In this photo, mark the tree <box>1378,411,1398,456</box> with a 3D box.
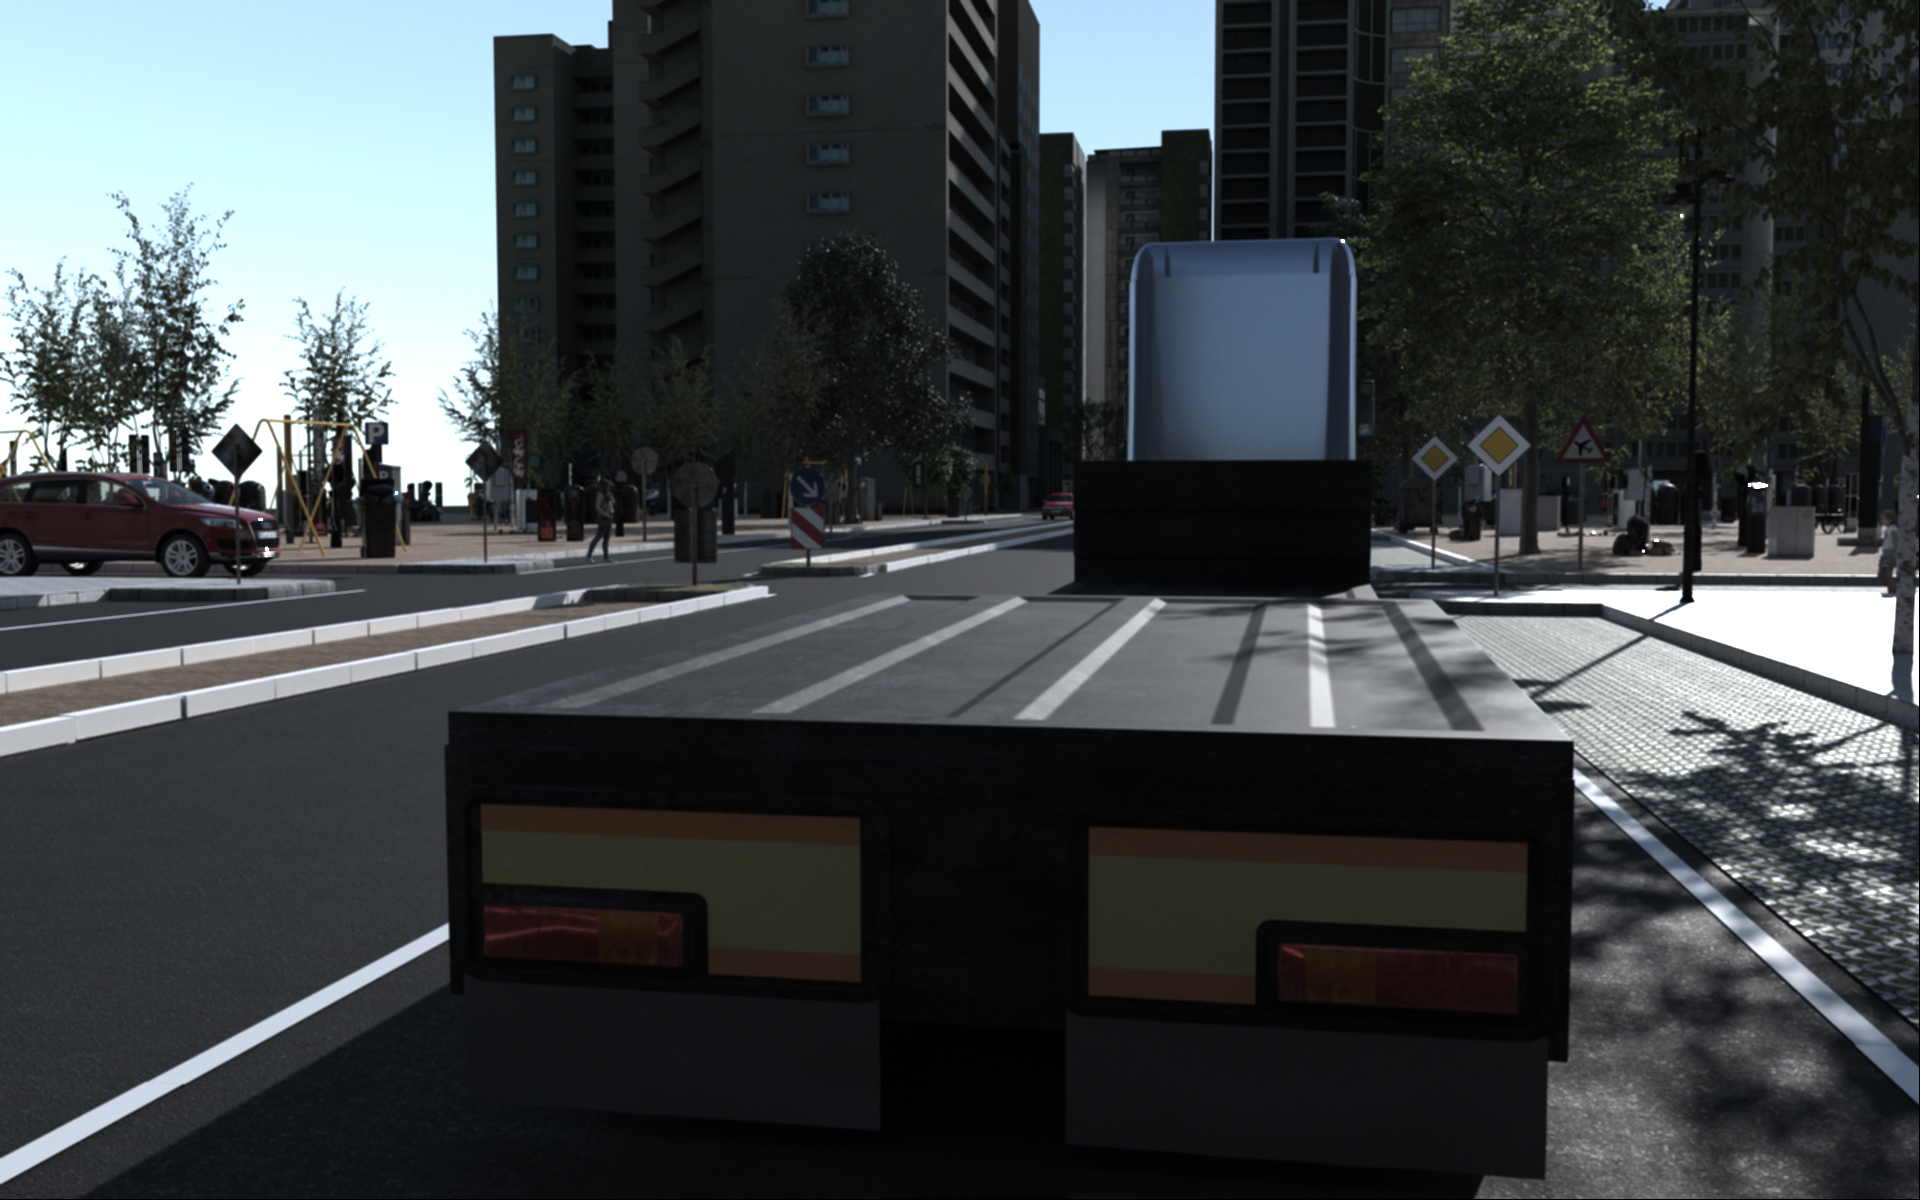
[{"bbox_3d":[23.526,-10.539,106.732,8.767,10.594,7.601,-1,4,-18],"label":"tree"}]

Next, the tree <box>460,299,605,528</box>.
[{"bbox_3d":[-16.896,-7.073,66.009,4.737,8.622,4.395,0,3,0],"label":"tree"}]

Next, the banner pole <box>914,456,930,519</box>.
[{"bbox_3d":[-1.980,-6.056,89.032,0.863,3.779,0.401,0,4,-2],"label":"banner pole"}]

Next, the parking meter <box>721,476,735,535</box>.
[{"bbox_3d":[-7.332,-2.997,54.712,0.399,1.863,0.255,3,5,45],"label":"parking meter"}]

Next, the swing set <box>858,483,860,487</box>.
[{"bbox_3d":[-7.178,-6.707,107.285,2.862,2.851,3.119,1,4,15],"label":"swing set"}]

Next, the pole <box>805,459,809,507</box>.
[{"bbox_3d":[-7.748,-5.745,87.769,0.158,3.312,0.155,0,3,0],"label":"pole"}]

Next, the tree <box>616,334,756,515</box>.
[{"bbox_3d":[-12.483,-7.888,79.327,4.737,8.622,4.395,0,3,0],"label":"tree"}]

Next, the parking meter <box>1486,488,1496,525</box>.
[{"bbox_3d":[21.856,-3.846,71.297,0.372,1.533,0.369,0,3,0],"label":"parking meter"}]

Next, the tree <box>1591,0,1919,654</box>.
[{"bbox_3d":[7.506,-3.889,13.952,4.737,8.622,4.395,0,3,0],"label":"tree"}]

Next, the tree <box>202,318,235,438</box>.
[{"bbox_3d":[-31.203,-7.276,69.323,4.737,8.622,4.395,0,3,0],"label":"tree"}]

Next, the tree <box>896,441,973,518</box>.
[{"bbox_3d":[-1.838,-6.622,91.991,4.285,4.588,4.351,0,3,0],"label":"tree"}]

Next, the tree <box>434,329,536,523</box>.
[{"bbox_3d":[-20.868,-7.755,77.149,4.360,8.622,3.978,0,3,0],"label":"tree"}]

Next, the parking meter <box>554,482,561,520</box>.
[{"bbox_3d":[-19.750,-4.850,85.012,0.255,1.863,0.399,-2,4,-27],"label":"parking meter"}]

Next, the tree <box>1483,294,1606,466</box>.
[{"bbox_3d":[29.614,-9.955,88.511,9.928,11.665,9.643,0,3,0],"label":"tree"}]

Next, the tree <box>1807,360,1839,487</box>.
[{"bbox_3d":[42.246,-8.187,84.220,4.360,8.622,3.978,0,3,0],"label":"tree"}]

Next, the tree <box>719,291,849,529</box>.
[{"bbox_3d":[-6.312,-6.877,62.805,4.360,8.622,3.978,0,3,0],"label":"tree"}]

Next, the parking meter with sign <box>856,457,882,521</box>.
[{"bbox_3d":[-4.345,-5.243,81.988,0.543,3.016,1.738,2,4,33],"label":"parking meter with sign"}]

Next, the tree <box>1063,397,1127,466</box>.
[{"bbox_3d":[14.169,-15.768,183.560,9.928,11.665,9.643,0,3,0],"label":"tree"}]

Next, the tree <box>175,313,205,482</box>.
[{"bbox_3d":[-30.605,-6.821,61.892,4.737,8.622,4.395,0,3,0],"label":"tree"}]

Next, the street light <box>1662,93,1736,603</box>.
[{"bbox_3d":[8.618,-2.909,20.348,0.468,5.910,1.993,1,4,10],"label":"street light"}]

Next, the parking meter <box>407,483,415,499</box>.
[{"bbox_3d":[-29.156,-5.278,92.003,0.255,1.863,0.399,1,4,10],"label":"parking meter"}]

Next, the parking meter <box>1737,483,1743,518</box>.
[{"bbox_3d":[41.898,-5.333,92.899,0.399,1.863,0.255,-2,4,-31],"label":"parking meter"}]

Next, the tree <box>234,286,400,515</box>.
[{"bbox_3d":[-22.425,-6.835,62.122,4.737,8.622,4.395,0,3,0],"label":"tree"}]

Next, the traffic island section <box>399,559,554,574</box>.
[{"bbox_3d":[-8.934,-0.628,32.543,2.009,0.180,2.903,1,4,10],"label":"traffic island section"}]

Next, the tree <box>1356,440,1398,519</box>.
[{"bbox_3d":[21.002,-6.486,89.754,4.285,4.588,4.351,0,3,0],"label":"tree"}]

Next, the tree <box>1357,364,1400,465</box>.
[{"bbox_3d":[23.349,-9.007,97.626,4.737,8.622,4.395,0,3,0],"label":"tree"}]

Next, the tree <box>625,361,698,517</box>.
[{"bbox_3d":[-16.165,-8.872,95.424,4.360,8.622,3.978,0,3,0],"label":"tree"}]

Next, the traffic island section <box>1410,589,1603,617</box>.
[{"bbox_3d":[6.746,0.033,21.738,2.009,0.180,2.903,1,4,10],"label":"traffic island section"}]

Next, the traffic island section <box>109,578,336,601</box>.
[{"bbox_3d":[-10.293,-0.146,24.674,2.009,0.180,2.903,1,4,10],"label":"traffic island section"}]

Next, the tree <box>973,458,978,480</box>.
[{"bbox_3d":[-0.631,-7.089,99.622,4.285,4.588,4.351,0,3,0],"label":"tree"}]

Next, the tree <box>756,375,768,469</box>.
[{"bbox_3d":[-13.296,-9.596,107.257,4.737,8.622,4.395,0,3,0],"label":"tree"}]

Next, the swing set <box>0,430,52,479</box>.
[{"bbox_3d":[-23.685,-2.776,43.007,3.119,2.851,2.862,3,5,41],"label":"swing set"}]

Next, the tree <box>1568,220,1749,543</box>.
[{"bbox_3d":[18.033,-5.809,45.338,4.360,8.622,3.978,0,3,0],"label":"tree"}]

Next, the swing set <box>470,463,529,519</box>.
[{"bbox_3d":[-23.379,-5.500,87.548,3.119,2.851,2.862,-1,4,-15],"label":"swing set"}]

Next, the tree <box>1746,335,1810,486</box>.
[{"bbox_3d":[27.728,-6.896,63.118,4.360,8.622,3.978,0,3,0],"label":"tree"}]

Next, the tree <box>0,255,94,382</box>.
[{"bbox_3d":[-28.260,-6.358,54.312,4.737,8.622,4.395,0,3,0],"label":"tree"}]

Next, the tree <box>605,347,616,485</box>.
[{"bbox_3d":[-16.947,-8.196,84.371,4.737,8.622,4.395,0,3,0],"label":"tree"}]

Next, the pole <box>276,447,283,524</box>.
[{"bbox_3d":[-29.159,-4.919,74.264,0.158,3.312,0.155,0,3,0],"label":"pole"}]

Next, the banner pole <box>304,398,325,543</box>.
[{"bbox_3d":[-16.754,-3.363,45.005,0.863,3.779,0.401,2,4,32],"label":"banner pole"}]

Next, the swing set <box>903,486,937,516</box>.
[{"bbox_3d":[-1.862,-6.546,104.651,3.119,2.851,2.862,1,4,10],"label":"swing set"}]

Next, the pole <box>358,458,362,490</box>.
[{"bbox_3d":[-33.904,-6.367,97.935,0.158,3.312,0.155,0,3,0],"label":"pole"}]

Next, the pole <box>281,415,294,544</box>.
[{"bbox_3d":[-17.267,-3.101,44.543,0.158,3.312,0.155,0,3,0],"label":"pole"}]

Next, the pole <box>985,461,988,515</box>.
[{"bbox_3d":[1.598,-6.817,105.305,0.158,3.312,0.155,0,3,0],"label":"pole"}]

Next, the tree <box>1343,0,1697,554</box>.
[{"bbox_3d":[11.797,-7.258,36.788,7.486,12.596,7.792,0,3,0],"label":"tree"}]

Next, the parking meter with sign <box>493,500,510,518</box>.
[{"bbox_3d":[-24.395,-5.861,92.082,0.543,3.016,1.738,-3,5,-45],"label":"parking meter with sign"}]

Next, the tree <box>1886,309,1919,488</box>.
[{"bbox_3d":[36.380,-7.015,65.061,4.360,8.622,3.978,0,3,0],"label":"tree"}]

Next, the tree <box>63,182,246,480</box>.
[{"bbox_3d":[-19.031,-5.553,41.159,4.360,8.622,3.978,0,3,0],"label":"tree"}]

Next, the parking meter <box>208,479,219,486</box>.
[{"bbox_3d":[-27.985,-3.629,65.041,0.399,1.863,0.255,1,4,16],"label":"parking meter"}]

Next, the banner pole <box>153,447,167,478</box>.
[{"bbox_3d":[-42.053,-6.193,91.274,0.863,3.779,0.401,-2,4,-30],"label":"banner pole"}]

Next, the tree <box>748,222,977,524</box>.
[{"bbox_3d":[-4.544,-9.577,73.585,9.611,12.733,9.660,0,3,0],"label":"tree"}]

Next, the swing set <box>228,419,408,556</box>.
[{"bbox_3d":[-14.035,-2.419,37.176,2.862,2.851,3.119,1,4,17],"label":"swing set"}]

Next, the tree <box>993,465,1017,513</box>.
[{"bbox_3d":[3.229,-7.447,116.360,1.663,3.219,1.824,0,3,0],"label":"tree"}]

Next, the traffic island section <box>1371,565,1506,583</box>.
[{"bbox_3d":[8.105,-0.448,29.607,2.009,0.180,2.903,1,4,10],"label":"traffic island section"}]

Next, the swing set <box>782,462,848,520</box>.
[{"bbox_3d":[-7.147,-5.325,84.682,3.119,2.851,2.862,-1,4,-17],"label":"swing set"}]

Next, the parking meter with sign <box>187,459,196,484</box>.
[{"bbox_3d":[-37.922,-5.461,85.550,0.543,3.016,1.738,-2,4,-33],"label":"parking meter with sign"}]

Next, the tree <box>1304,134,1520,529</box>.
[{"bbox_3d":[16.255,-9.555,62.884,9.857,13.997,8.962,0,3,0],"label":"tree"}]

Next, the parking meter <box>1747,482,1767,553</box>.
[{"bbox_3d":[17.356,-1.793,37.721,0.372,1.533,0.369,0,3,0],"label":"parking meter"}]

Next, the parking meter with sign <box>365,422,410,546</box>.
[{"bbox_3d":[-14.103,-2.848,42.825,0.543,3.016,1.738,0,4,1],"label":"parking meter with sign"}]

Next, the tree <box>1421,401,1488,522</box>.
[{"bbox_3d":[22.975,-7.946,80.283,4.360,8.622,3.978,0,3,0],"label":"tree"}]
